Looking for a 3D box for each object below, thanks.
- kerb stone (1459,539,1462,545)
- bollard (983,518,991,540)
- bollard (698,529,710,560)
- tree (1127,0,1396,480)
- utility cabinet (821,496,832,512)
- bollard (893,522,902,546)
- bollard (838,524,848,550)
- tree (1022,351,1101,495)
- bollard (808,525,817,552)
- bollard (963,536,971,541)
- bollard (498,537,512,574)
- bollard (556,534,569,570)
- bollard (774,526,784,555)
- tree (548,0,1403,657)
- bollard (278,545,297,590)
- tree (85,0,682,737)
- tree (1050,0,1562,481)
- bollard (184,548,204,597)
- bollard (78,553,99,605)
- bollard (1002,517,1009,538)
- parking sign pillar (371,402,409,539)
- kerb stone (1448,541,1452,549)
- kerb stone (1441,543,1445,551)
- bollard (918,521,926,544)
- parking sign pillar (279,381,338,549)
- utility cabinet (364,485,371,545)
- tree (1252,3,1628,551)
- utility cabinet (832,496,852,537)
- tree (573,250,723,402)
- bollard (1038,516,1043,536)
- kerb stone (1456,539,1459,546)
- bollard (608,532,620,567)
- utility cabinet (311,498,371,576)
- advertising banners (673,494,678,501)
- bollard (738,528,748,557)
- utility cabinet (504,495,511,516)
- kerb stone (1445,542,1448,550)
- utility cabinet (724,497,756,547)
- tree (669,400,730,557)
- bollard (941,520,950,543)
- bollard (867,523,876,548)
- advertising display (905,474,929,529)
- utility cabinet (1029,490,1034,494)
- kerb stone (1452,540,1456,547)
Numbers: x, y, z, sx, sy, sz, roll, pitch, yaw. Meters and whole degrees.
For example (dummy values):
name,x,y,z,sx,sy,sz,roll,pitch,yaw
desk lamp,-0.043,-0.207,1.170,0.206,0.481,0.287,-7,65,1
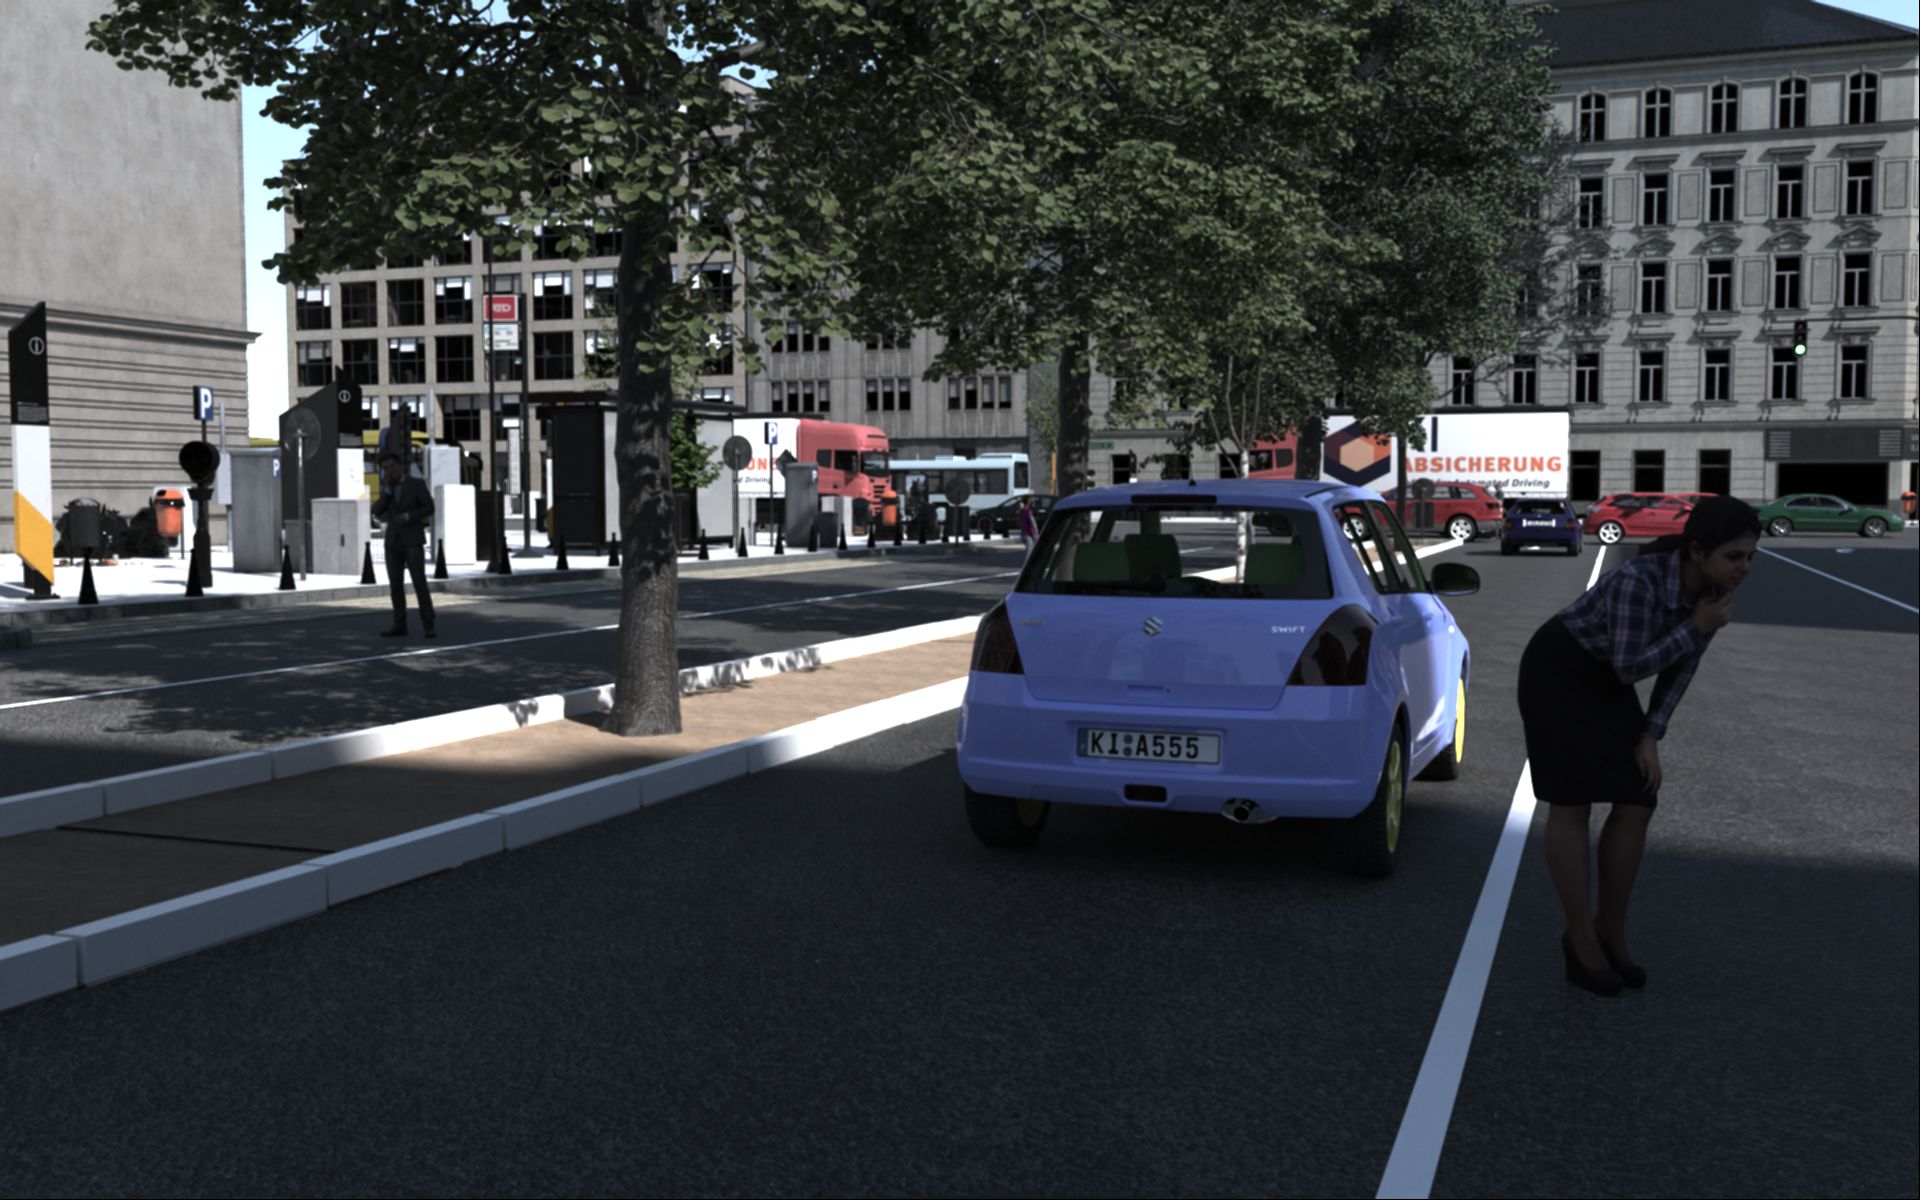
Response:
name,x,y,z,sx,sy,sz,roll,pitch,yaw
kerb stone,13.703,-1.566,47.871,0.120,0.150,1.000,1,4,21
bollard,0.765,-2.006,48.847,0.229,0.601,0.229,0,3,0
bollard,-4.995,-1.083,33.741,0.229,0.601,0.229,0,3,0
tree,4.076,-4.397,24.708,4.360,8.622,3.978,0,3,0
utility cabinet,-4.174,-2.661,54.676,0.306,1.237,1.020,0,4,3
bollard,-1.541,-1.637,42.807,0.229,0.601,0.229,0,3,0
bollard,-2.693,-1.453,39.790,0.229,0.601,0.229,0,3,0
tree,4.986,-8.543,90.043,4.737,8.622,4.395,0,3,0
bollard,-3.264,-1.360,38.274,0.229,0.601,0.229,0,3,0
bollard,0.186,-1.914,47.343,0.229,0.601,0.229,0,3,0
bollard,-7.287,-0.714,27.721,0.229,0.601,0.229,0,3,0
bollard,-6.714,-0.806,29.226,0.229,0.601,0.229,0,3,0
bollard,-3.841,-1.267,36.760,0.229,0.601,0.229,0,3,0
tree,1.209,-5.958,18.005,7.486,12.596,7.792,0,3,0
bollard,-9.011,-0.437,23.190,0.229,0.601,0.229,0,3,0
tree,-1.829,-5.495,10.430,7.486,12.596,7.792,0,3,0
tree,6.480,-7.529,32.205,9.857,13.997,8.962,0,3,0
bollard,-9.592,-0.345,21.682,0.229,0.601,0.229,0,3,0
bollard,-10.164,-0.253,20.177,0.229,0.601,0.229,0,3,0
bollard,1.334,-2.099,50.356,0.229,0.601,0.229,0,3,0
parking sign pillar,-16.381,-3.772,50.142,1.447,3.967,1.447,0,4,2
kerb stone,12.604,-1.386,44.975,0.120,0.150,1.000,1,4,21
kerb stone,11.882,-1.275,43.047,0.120,0.150,1.000,1,4,21
bollard,-0.963,-1.730,44.319,0.229,0.601,0.229,0,3,0
parking sign pillar,-15.262,-3.188,40.601,1.447,3.967,1.447,-2,4,-24
utility cabinet,-15.105,-2.068,42.493,1.173,1.500,0.318,-3,4,-39
tree,10.878,-7.921,42.331,12.009,13.543,11.850,0,3,0
utility cabinet,-3.489,-2.495,51.954,0.306,1.237,1.020,-1,4,-18
tree,-8.611,-6.062,49.471,4.737,8.622,4.395,0,3,0
bollard,2.486,-2.283,53.373,0.229,0.601,0.229,0,3,0
kerb stone,13.338,-1.511,46.905,0.120,0.150,1.000,1,4,21
bollard,-6.140,-0.898,30.731,0.229,0.601,0.229,0,3,0
utility cabinet,-9.846,-1.002,27.543,1.020,1.237,0.306,2,4,29
advertising banners,-9.127,-3.630,55.533,0.090,3.025,2.074,-2,4,-24
bollard,-4.421,-1.175,35.246,0.229,0.601,0.229,0,3,0
utility cabinet,-26.539,-5.447,100.226,1.020,1.237,0.306,-2,4,-31
kerb stone,12.238,-1.335,44.016,0.120,0.150,1.000,1,4,21
utility cabinet,-5.410,-1.928,42.677,0.306,1.237,1.020,2,4,26
tree,-5.758,-2.500,35.477,1.663,3.219,1.824,0,3,0
bollard,-0.388,-1.822,45.830,0.229,0.601,0.229,0,3,0
bollard,-2.117,-1.544,41.294,0.229,0.601,0.229,0,3,0
advertising display,-1.370,-3.027,54.706,0.974,1.923,0.123,3,5,44
utility cabinet,3.285,-4.547,83.017,0.318,1.500,1.173,1,4,14
kerb stone,12.977,-1.450,45.930,0.120,0.150,1.000,1,4,21
